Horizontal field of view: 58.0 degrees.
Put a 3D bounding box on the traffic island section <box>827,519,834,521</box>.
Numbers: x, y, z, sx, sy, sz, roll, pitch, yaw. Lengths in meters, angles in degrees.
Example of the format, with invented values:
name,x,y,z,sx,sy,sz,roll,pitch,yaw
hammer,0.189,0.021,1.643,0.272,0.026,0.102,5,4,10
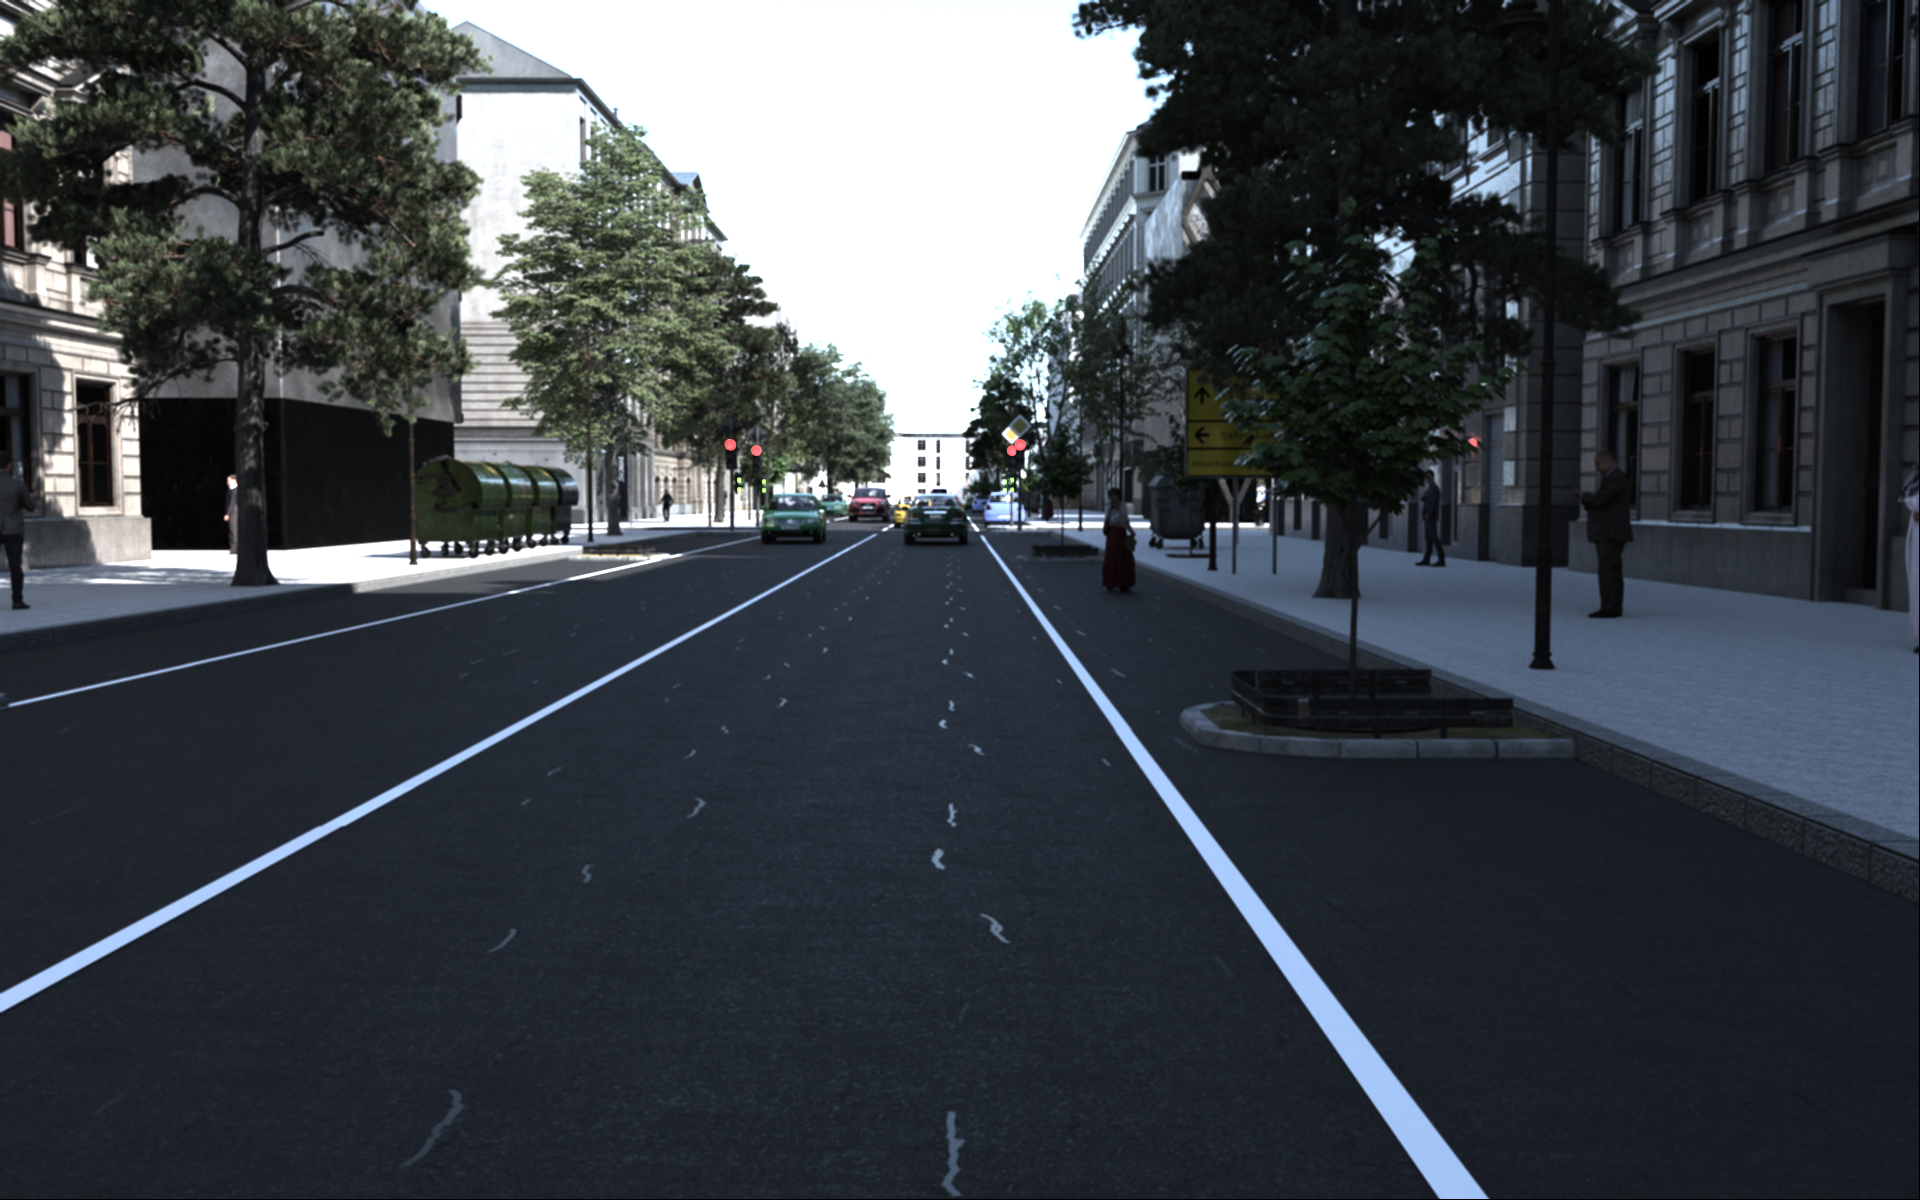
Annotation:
name,x,y,z,sx,sy,sz,roll,pitch,yaw
traffic island section,-7.791,-4.282,92.879,1.991,0.108,1.994,0,4,0

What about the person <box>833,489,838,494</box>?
name,x,y,z,sx,sy,sz,roll,pitch,yaw
person,-13.476,-11.155,188.436,0.705,1.823,1.348,3,5,40

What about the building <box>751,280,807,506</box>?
name,x,y,z,sx,sy,sz,roll,pitch,yaw
building,-23.826,-17.901,159.135,16.747,18.905,31.486,0,4,0

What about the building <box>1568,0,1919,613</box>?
name,x,y,z,sx,sy,sz,roll,pitch,yaw
building,14.941,-9.466,19.396,10.561,19.102,19.286,0,4,0

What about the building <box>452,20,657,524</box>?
name,x,y,z,sx,sy,sz,roll,pitch,yaw
building,-20.591,-14.200,81.322,9.793,20.994,18.267,0,4,0

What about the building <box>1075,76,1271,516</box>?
name,x,y,z,sx,sy,sz,roll,pitch,yaw
building,18.105,-21.093,121.278,17.030,29.872,44.131,0,4,0

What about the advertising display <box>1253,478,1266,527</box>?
name,x,y,z,sx,sy,sz,roll,pitch,yaw
advertising display,11.826,-3.861,68.346,0.123,1.923,0.974,2,4,32

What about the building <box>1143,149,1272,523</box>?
name,x,y,z,sx,sy,sz,roll,pitch,yaw
building,17.974,-13.096,81.576,16.811,18.784,16.820,0,4,0

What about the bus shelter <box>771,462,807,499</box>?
name,x,y,z,sx,sy,sz,roll,pitch,yaw
bus shelter,-10.810,-7.007,108.483,2.014,3.302,5.546,0,4,0

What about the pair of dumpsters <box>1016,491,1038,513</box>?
name,x,y,z,sx,sy,sz,roll,pitch,yaw
pair of dumpsters,4.667,-7.097,118.530,1.574,2.255,4.436,0,4,0

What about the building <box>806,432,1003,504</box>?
name,x,y,z,sx,sy,sz,roll,pitch,yaw
building,-7.931,-18.108,238.208,28.070,9.664,9.099,0,4,0

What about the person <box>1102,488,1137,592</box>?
name,x,y,z,sx,sy,sz,roll,pitch,yaw
person,2.315,-0.877,25.302,0.523,1.526,0.387,-2,4,-31

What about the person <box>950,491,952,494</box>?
name,x,y,z,sx,sy,sz,roll,pitch,yaw
person,-0.849,-8.612,150.092,1.217,1.735,0.721,-3,4,-37

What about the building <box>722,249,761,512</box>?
name,x,y,z,sx,sy,sz,roll,pitch,yaw
building,-21.512,-17.051,133.527,10.420,20.320,16.860,0,4,0

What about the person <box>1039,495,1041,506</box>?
name,x,y,z,sx,sy,sz,roll,pitch,yaw
person,8.446,-10.886,184.108,1.350,1.814,0.705,-1,4,-9

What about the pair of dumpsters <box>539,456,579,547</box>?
name,x,y,z,sx,sy,sz,roll,pitch,yaw
pair of dumpsters,-10.565,-2.445,42.462,1.574,2.255,4.436,0,3,0

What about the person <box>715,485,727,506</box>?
name,x,y,z,sx,sy,sz,roll,pitch,yaw
person,-11.639,-4.750,84.397,0.565,1.739,0.600,-1,4,-21

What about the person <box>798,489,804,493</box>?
name,x,y,z,sx,sy,sz,roll,pitch,yaw
person,-13.559,-8.684,148.833,0.445,1.727,0.742,2,4,27

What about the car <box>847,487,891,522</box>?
name,x,y,z,sx,sy,sz,roll,pitch,yaw
car,-4.711,-5.002,90.458,2.281,1.827,5.304,0,4,-1

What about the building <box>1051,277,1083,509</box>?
name,x,y,z,sx,sy,sz,roll,pitch,yaw
building,16.841,-18.382,156.969,16.016,20.091,11.380,0,4,0

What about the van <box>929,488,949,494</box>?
name,x,y,z,sx,sy,sz,roll,pitch,yaw
van,-2.209,-11.068,185.338,2.240,2.365,5.245,0,4,-1

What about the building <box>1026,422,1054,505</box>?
name,x,y,z,sx,sy,sz,roll,pitch,yaw
building,13.095,-15.832,200.997,9.099,9.664,28.070,0,4,0

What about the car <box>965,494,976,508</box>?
name,x,y,z,sx,sy,sz,roll,pitch,yaw
car,1.355,-9.374,162.063,1.959,1.807,4.718,0,4,1

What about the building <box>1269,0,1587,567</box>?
name,x,y,z,sx,sy,sz,roll,pitch,yaw
building,15.461,-14.956,41.787,12.463,27.353,25.104,0,4,0

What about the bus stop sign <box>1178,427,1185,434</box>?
name,x,y,z,sx,sy,sz,roll,pitch,yaw
bus stop sign,8.836,-4.829,67.962,0.837,3.901,0.837,3,4,37

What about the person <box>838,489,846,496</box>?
name,x,y,z,sx,sy,sz,roll,pitch,yaw
person,-12.371,-10.665,180.499,1.350,1.814,0.705,0,4,8

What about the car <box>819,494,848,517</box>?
name,x,y,z,sx,sy,sz,roll,pitch,yaw
car,-8.043,-5.916,108.522,2.131,1.459,4.920,0,4,1

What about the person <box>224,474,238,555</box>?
name,x,y,z,sx,sy,sz,roll,pitch,yaw
person,-15.554,-1.837,36.887,0.742,1.727,0.445,3,5,45

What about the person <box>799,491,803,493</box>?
name,x,y,z,sx,sy,sz,roll,pitch,yaw
person,-6.908,-3.932,75.000,0.429,1.552,0.499,-1,4,-13

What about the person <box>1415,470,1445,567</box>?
name,x,y,z,sx,sy,sz,roll,pitch,yaw
person,8.366,-1.456,30.775,0.530,1.710,0.541,1,4,16

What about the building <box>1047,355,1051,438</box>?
name,x,y,z,sx,sy,sz,roll,pitch,yaw
building,16.787,-19.095,168.630,16.016,20.091,11.380,0,4,0

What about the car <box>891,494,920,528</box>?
name,x,y,z,sx,sy,sz,roll,pitch,yaw
car,-1.932,-3.872,73.530,2.015,1.641,3.980,0,4,0

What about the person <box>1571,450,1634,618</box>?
name,x,y,z,sx,sy,sz,roll,pitch,yaw
person,6.721,-0.697,18.124,0.600,1.739,0.565,0,4,-6

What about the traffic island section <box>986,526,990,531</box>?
name,x,y,z,sx,sy,sz,roll,pitch,yaw
traffic island section,2.057,-2.813,68.274,2.009,0.180,2.903,0,4,0

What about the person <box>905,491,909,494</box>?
name,x,y,z,sx,sy,sz,roll,pitch,yaw
person,-3.008,-5.369,98.236,0.963,1.587,0.435,1,4,15

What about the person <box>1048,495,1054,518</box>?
name,x,y,z,sx,sy,sz,roll,pitch,yaw
person,4.806,-5.177,93.159,0.387,1.526,0.523,2,4,33

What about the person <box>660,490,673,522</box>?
name,x,y,z,sx,sy,sz,roll,pitch,yaw
person,-13.806,-4.420,81.001,0.574,1.496,0.600,3,5,44

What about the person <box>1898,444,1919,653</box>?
name,x,y,z,sx,sy,sz,roll,pitch,yaw
person,7.826,-0.439,13.890,0.551,1.740,0.621,1,4,19

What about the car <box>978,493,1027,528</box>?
name,x,y,z,sx,sy,sz,roll,pitch,yaw
car,1.882,-3.937,73.964,1.945,1.707,3.694,0,4,1

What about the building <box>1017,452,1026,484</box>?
name,x,y,z,sx,sy,sz,roll,pitch,yaw
building,20.986,-18.016,236.710,28.070,9.664,9.099,0,4,0

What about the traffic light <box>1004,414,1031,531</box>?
name,x,y,z,sx,sy,sz,roll,pitch,yaw
traffic light,2.058,-4.338,60.176,0.839,4.213,0.868,0,4,0

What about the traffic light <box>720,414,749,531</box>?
name,x,y,z,sx,sy,sz,roll,pitch,yaw
traffic light,-7.903,-4.334,60.109,0.839,4.213,0.868,0,4,0

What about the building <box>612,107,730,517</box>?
name,x,y,z,sx,sy,sz,roll,pitch,yaw
building,-22.029,-17.649,107.648,14.460,24.649,34.723,0,4,0

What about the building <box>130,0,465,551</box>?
name,x,y,z,sx,sy,sz,roll,pitch,yaw
building,-23.717,-10.987,47.081,16.811,18.784,16.820,0,4,0

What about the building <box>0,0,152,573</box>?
name,x,y,z,sx,sy,sz,roll,pitch,yaw
building,-20.353,-9.747,23.985,10.561,19.102,19.286,0,4,0

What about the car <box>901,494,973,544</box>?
name,x,y,z,sx,sy,sz,roll,pitch,yaw
car,-0.684,-2.376,50.642,2.131,1.459,4.920,0,3,0

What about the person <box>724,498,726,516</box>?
name,x,y,z,sx,sy,sz,roll,pitch,yaw
person,-13.702,-5.650,99.345,0.541,1.710,0.530,0,4,-1

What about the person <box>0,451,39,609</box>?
name,x,y,z,sx,sy,sz,roll,pitch,yaw
person,-10.672,-0.783,19.377,0.617,1.759,0.750,-1,4,-16

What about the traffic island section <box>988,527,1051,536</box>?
name,x,y,z,sx,sy,sz,roll,pitch,yaw
traffic island section,2.099,-2.325,60.289,2.009,0.180,2.903,0,4,0

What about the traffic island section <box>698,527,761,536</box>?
name,x,y,z,sx,sy,sz,roll,pitch,yaw
traffic island section,-7.943,-2.322,60.242,2.009,0.180,2.903,0,4,0

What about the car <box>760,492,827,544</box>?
name,x,y,z,sx,sy,sz,roll,pitch,yaw
car,-4.926,-2.614,51.536,1.959,1.807,4.718,0,4,-2

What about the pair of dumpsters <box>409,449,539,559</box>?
name,x,y,z,sx,sy,sz,roll,pitch,yaw
pair of dumpsters,-10.194,-2.064,36.248,1.574,2.255,4.436,0,4,0

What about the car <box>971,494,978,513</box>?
name,x,y,z,sx,sy,sz,roll,pitch,yaw
car,1.725,-6.996,123.978,1.945,1.707,3.694,0,4,0
